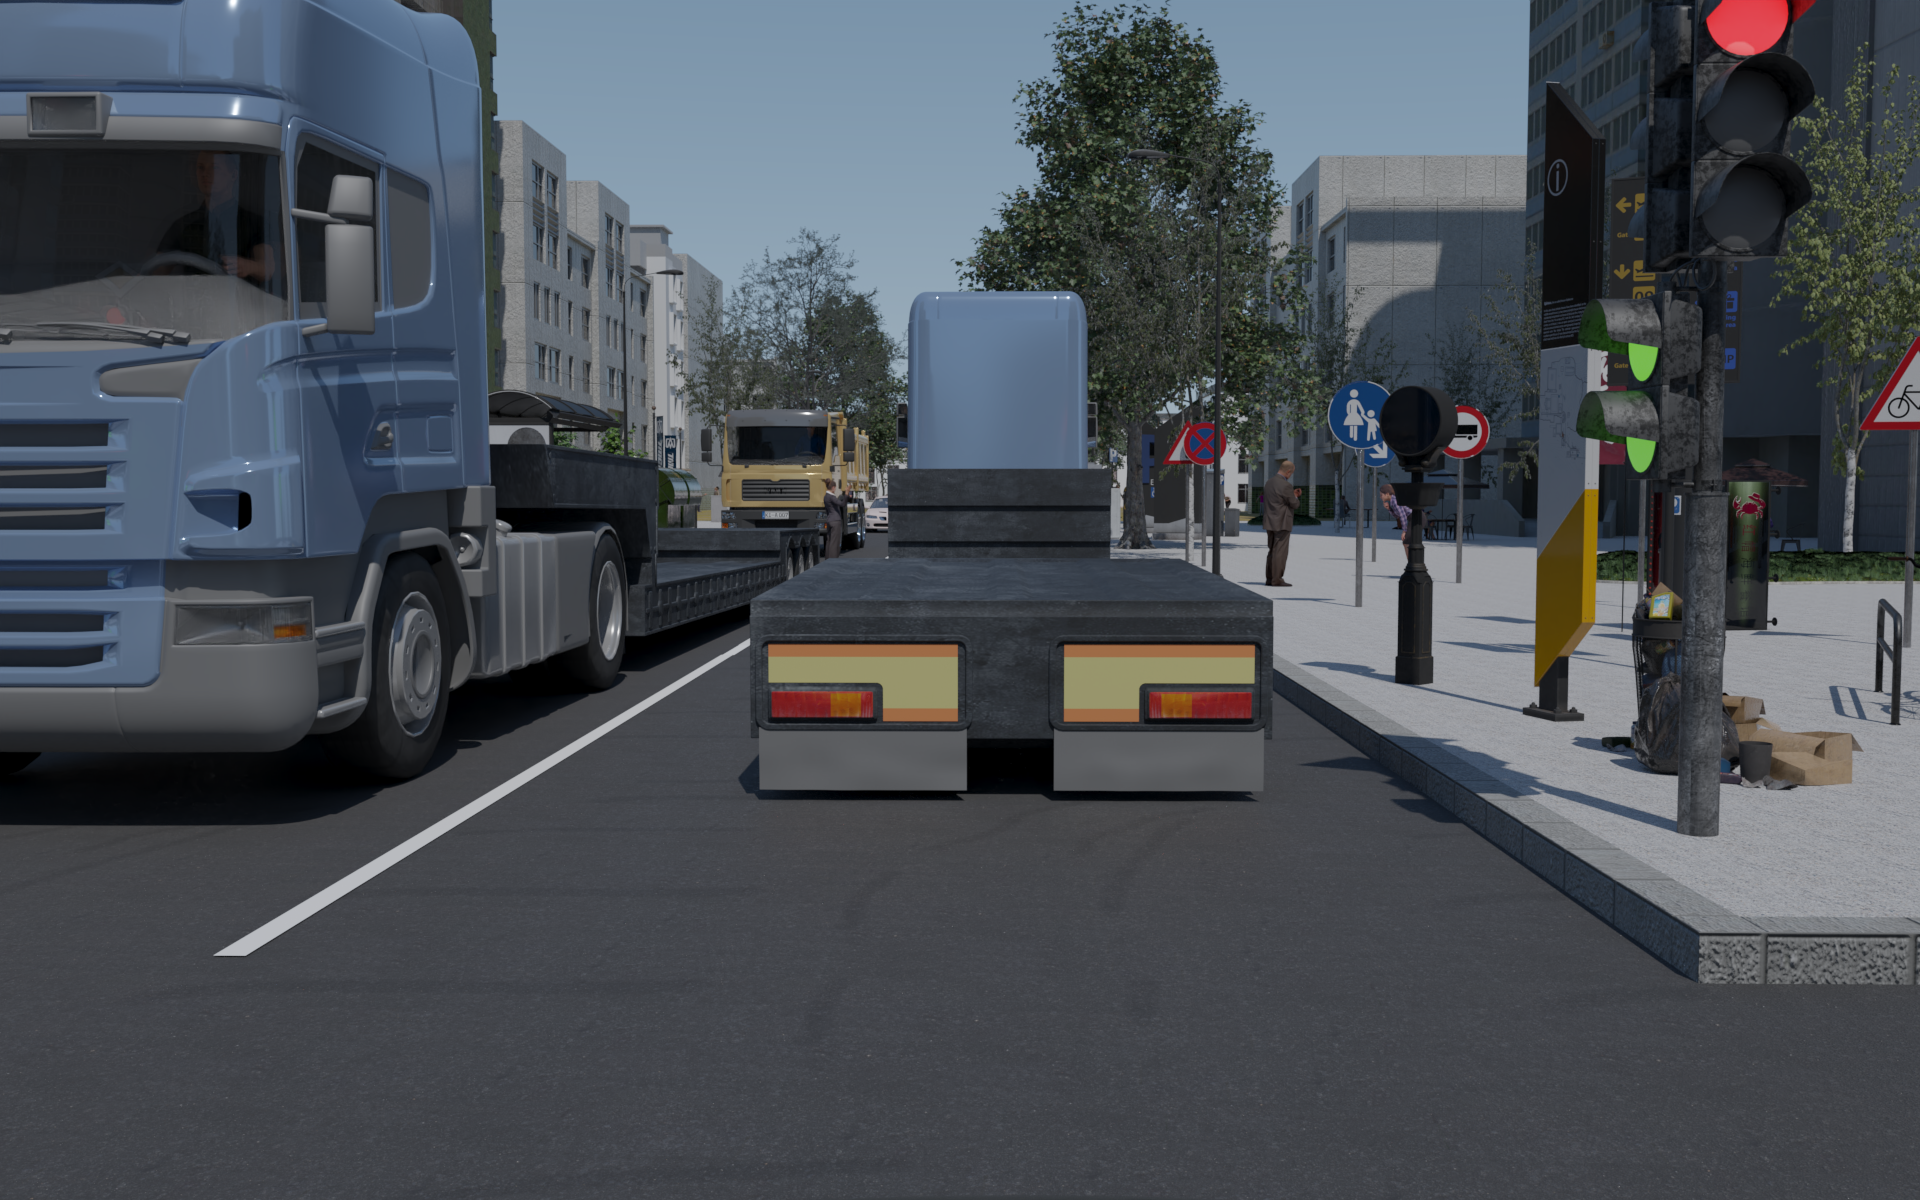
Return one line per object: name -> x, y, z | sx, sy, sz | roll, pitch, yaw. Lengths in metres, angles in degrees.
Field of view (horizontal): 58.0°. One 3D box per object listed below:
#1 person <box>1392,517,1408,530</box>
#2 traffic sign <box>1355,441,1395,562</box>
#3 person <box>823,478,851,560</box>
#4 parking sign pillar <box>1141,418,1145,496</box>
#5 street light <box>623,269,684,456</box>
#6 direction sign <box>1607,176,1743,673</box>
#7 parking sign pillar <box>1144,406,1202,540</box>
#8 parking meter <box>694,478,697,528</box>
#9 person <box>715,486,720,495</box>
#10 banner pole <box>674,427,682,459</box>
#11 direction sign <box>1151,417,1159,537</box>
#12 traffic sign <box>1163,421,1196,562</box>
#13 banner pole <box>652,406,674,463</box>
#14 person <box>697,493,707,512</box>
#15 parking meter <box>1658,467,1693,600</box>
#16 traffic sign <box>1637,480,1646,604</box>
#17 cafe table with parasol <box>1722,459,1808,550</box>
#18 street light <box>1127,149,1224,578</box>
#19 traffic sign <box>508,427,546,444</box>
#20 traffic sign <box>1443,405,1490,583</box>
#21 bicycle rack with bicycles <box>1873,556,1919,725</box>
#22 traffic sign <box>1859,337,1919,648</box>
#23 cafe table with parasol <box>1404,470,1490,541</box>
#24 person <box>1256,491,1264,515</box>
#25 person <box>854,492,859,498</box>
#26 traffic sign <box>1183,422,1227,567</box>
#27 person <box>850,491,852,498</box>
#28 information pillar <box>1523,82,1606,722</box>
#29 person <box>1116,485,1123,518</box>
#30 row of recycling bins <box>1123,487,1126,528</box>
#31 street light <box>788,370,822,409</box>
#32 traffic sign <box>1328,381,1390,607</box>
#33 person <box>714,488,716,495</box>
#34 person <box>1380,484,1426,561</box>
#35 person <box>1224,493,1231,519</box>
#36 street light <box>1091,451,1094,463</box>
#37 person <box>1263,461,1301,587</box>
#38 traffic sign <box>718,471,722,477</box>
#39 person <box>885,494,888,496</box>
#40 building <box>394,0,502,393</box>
person -> 15.993, -2.939, 62.389 | 0.655, 0.850, 0.859 | -1, 4, -11
traffic sign -> 7.822, -1.991, 32.655 | 0.768, 2.556, 0.104 | 0, 4, 8
person -> -2.242, -1.395, 32.109 | 0.742, 1.727, 0.445 | 2, 4, 32
parking sign pillar -> 6.291, -4.185, 56.904 | 1.447, 3.967, 1.447 | -2, 4, -30
street light -> -6.402, -3.877, 35.923 | 1.470, 5.913, 1.316 | 0, 4, 1
direction sign -> 5.078, -1.246, 12.361 | 0.876, 3.537, 0.379 | 2, 4, 25
parking sign pillar -> 6.157, -3.695, 48.883 | 1.447, 3.967, 1.447 | 1, 4, 19
parking meter -> -9.747, -3.506, 63.033 | 0.255, 1.863, 0.399 | -2, 4, -30
person -> -17.286, -7.162, 123.143 | 0.705, 1.823, 1.348 | -1, 4, -20
banner pole -> -10.672, -4.576, 64.837 | 0.863, 3.779, 0.401 | -2, 4, -30
direction sign -> 5.862, -3.628, 51.308 | 0.379, 3.537, 0.876 | 1, 4, 9
traffic sign -> 4.042, -1.882, 30.770 | 0.884, 2.594, 0.081 | 0, 4, 3
banner pole -> -8.544, -3.607, 48.988 | 0.401, 3.779, 0.863 | -2, 4, -34
person -> -18.320, -7.115, 122.903 | 0.750, 1.759, 0.617 | -1, 4, -10
parking meter -> 6.137, -0.385, 14.700 | 0.372, 1.533, 0.369 | 0, 3, 0
traffic sign -> 7.627, -1.183, 19.348 | 0.884, 2.594, 0.081 | 0, 4, 7
cafe table with parasol -> 15.321, -1.753, 33.531 | 2.610, 1.966, 2.610 | -1, 4, -10
street light -> 2.960, -3.118, 23.517 | 1.470, 5.913, 1.316 | 0, 4, 1
traffic sign -> -8.266, -2.014, 33.036 | 0.768, 2.556, 0.104 | 0, 4, 6
traffic sign -> 7.171, -1.512, 24.826 | 0.768, 2.556, 0.104 | 1, 4, 10
bicycle rack with bicycles -> 6.559, 0.200, 10.106 | 2.852, 0.926, 2.925 | 2, 4, 26
traffic sign -> 7.912, -0.880, 14.397 | 0.884, 2.594, 0.081 | 0, 4, 6
cafe table with parasol -> 13.467, -2.659, 48.342 | 2.610, 1.966, 2.610 | 0, 4, 8
person -> 17.594, -5.587, 100.617 | 0.599, 1.433, 0.991 | -3, 5, -43
person -> -7.181, -6.888, 119.442 | 0.721, 1.735, 1.217 | -1, 4, -11
traffic sign -> 4.318, -1.865, 30.606 | 0.768, 2.556, 0.104 | 0, 4, 2
person -> -8.880, -8.211, 140.735 | 0.683, 1.767, 0.568 | 0, 4, -5
information pillar -> 3.418, -1.124, 9.738 | 0.183, 3.616, 0.504 | -1, 4, -13
person -> 8.572, -5.367, 93.927 | 0.705, 1.807, 1.348 | -2, 4, -25
row of recycling bins -> 6.529, -3.433, 63.250 | 1.069, 1.692, 3.534 | 0, 4, 2
street light -> -5.871, -5.660, 65.074 | 1.470, 5.913, 1.316 | 0, 4, 1
traffic sign -> 4.527, -1.192, 19.587 | 0.768, 2.556, 0.104 | 0, 4, 3
person -> -17.715, -7.308, 126.087 | 0.434, 1.755, 0.990 | -1, 4, -11
person -> 6.726, -1.042, 26.312 | 0.697, 1.427, 0.421 | 1, 4, 9
person -> 13.682, -4.904, 89.418 | 0.628, 1.438, 0.799 | 1, 4, 10
street light -> 3.505, -4.907, 52.773 | 1.470, 5.913, 1.316 | 0, 4, 1
person -> 4.487, -1.059, 24.050 | 0.565, 1.739, 0.600 | 3, 5, 41
traffic sign -> -7.123, -3.305, 54.045 | 0.884, 2.594, 0.081 | 1, 4, 10
person -> -3.114, -4.135, 76.632 | 0.617, 1.759, 0.750 | 1, 4, 16
building -> -27.159, -18.147, 68.406 | 14.160, 30.474, 14.107 | 0, 4, 1
